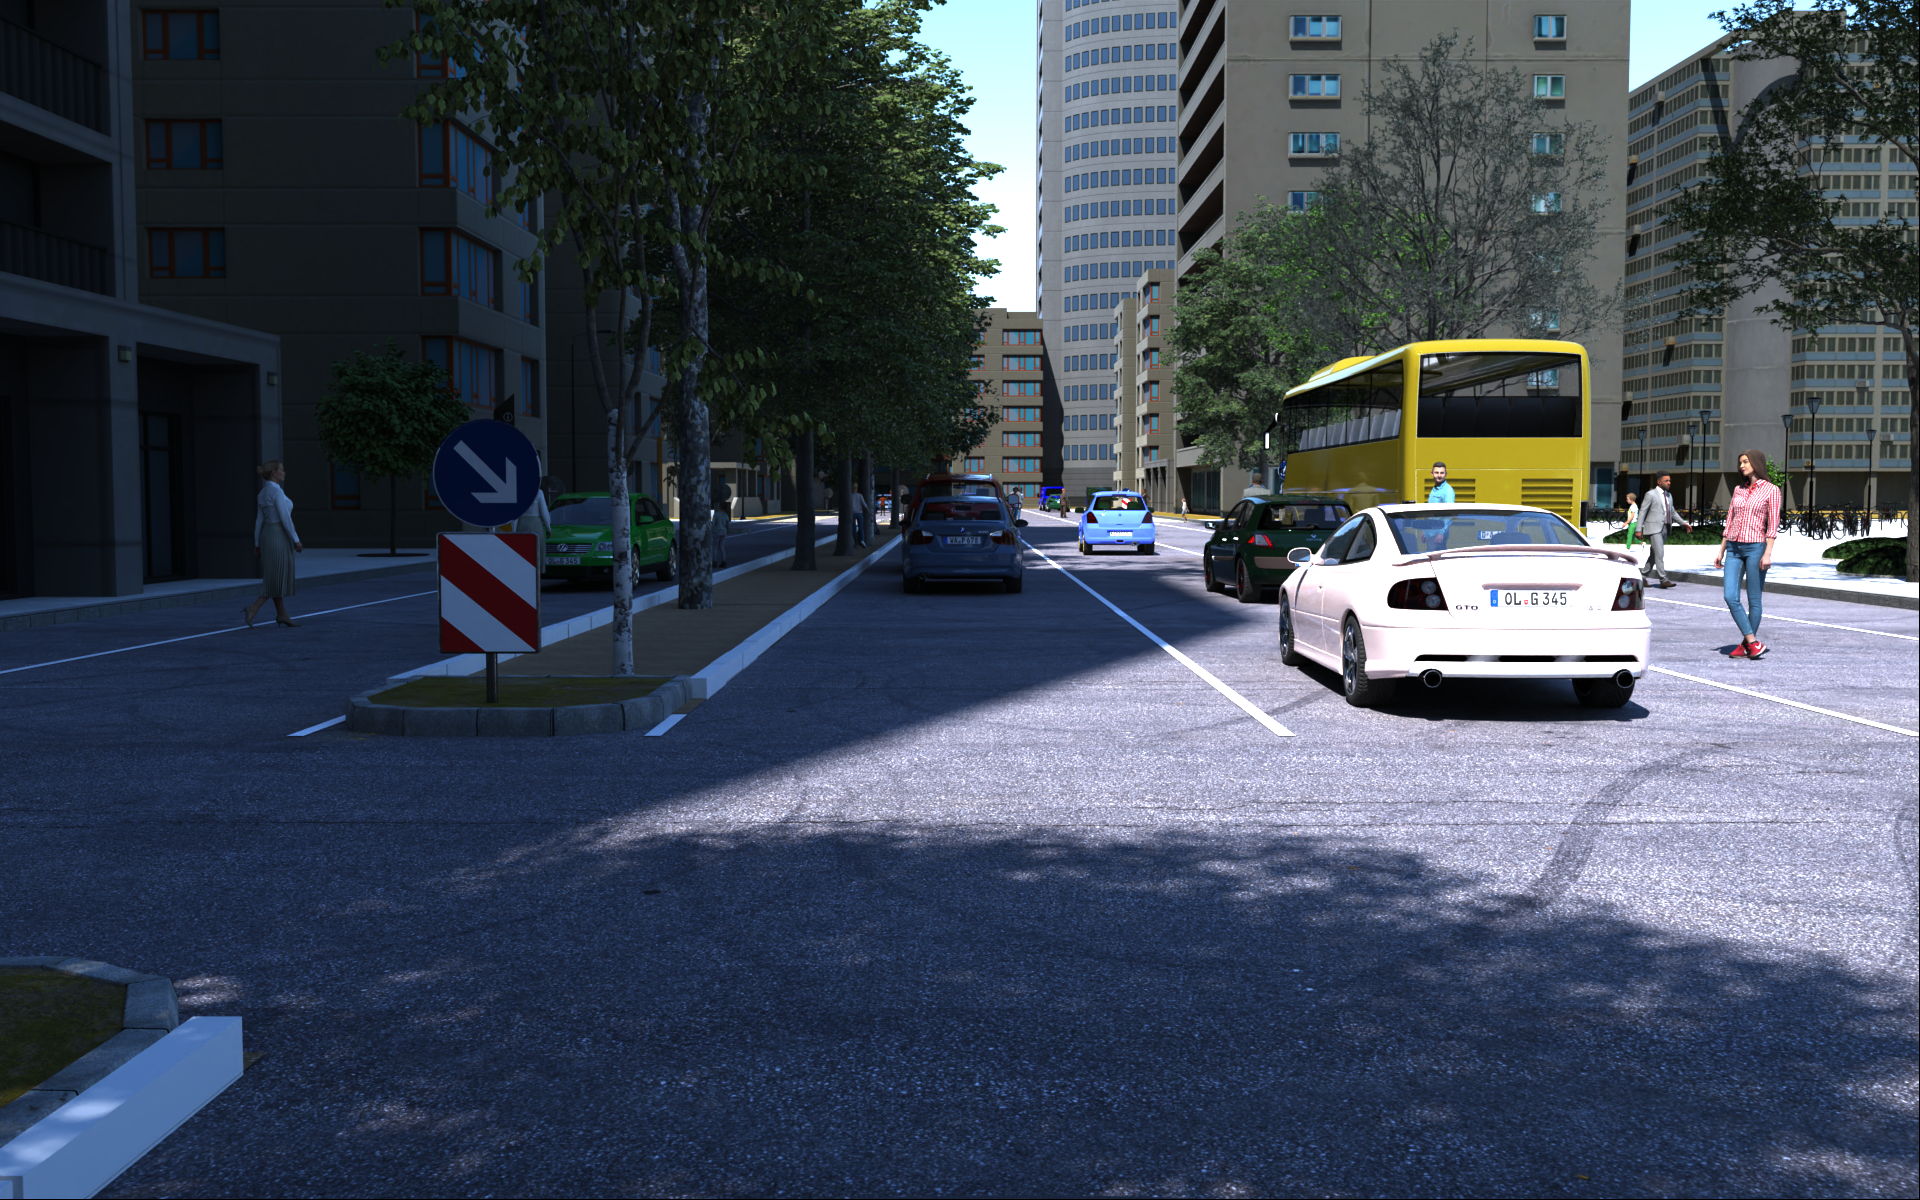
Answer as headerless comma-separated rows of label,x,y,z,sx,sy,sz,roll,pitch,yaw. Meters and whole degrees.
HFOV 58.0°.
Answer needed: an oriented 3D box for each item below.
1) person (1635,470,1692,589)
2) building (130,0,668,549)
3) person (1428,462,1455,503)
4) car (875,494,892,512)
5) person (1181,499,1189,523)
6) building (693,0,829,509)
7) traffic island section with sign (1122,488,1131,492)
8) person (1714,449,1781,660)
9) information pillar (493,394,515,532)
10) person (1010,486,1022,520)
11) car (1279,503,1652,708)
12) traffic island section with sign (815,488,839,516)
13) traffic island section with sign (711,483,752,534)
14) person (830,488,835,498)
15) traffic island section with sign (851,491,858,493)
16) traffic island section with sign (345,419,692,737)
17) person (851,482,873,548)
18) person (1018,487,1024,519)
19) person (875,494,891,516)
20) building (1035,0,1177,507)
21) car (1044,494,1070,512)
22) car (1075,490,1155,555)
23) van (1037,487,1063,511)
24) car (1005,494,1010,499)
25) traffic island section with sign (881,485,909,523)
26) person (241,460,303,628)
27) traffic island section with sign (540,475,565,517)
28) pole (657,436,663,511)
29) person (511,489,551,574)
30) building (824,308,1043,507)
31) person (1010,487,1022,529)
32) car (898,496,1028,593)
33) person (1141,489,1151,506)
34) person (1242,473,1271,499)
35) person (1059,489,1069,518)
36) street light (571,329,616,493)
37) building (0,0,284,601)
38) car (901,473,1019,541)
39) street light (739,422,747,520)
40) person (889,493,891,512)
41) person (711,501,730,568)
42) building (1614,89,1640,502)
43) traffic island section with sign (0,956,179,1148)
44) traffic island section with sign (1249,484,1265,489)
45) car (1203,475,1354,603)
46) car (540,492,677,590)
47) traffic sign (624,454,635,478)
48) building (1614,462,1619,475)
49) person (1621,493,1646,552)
person,10.618,-1.074,26.335,0.678,1.792,0.850,-2,4,-29
building,-25.536,-12.812,54.517,27.650,21.520,28.899,0,3,0
person,6.159,-0.835,22.016,0.748,1.841,0.638,1,4,9
car,-5.795,-7.431,133.494,2.014,1.417,4.499,0,4,-1
person,11.219,-4.448,86.238,0.382,1.210,0.505,1,4,10
building,-19.290,-30.763,153.082,14.200,45.320,14.600,0,3,0
traffic island section with sign,10.757,-6.435,113.834,1.989,1.847,2.006,0,3,0
person,6.856,-0.404,15.118,0.388,1.821,0.555,-3,5,-41
information pillar,-10.567,-2.992,40.272,0.504,3.616,0.183,-1,4,-17
person,2.497,-4.377,80.164,0.694,1.812,0.767,1,4,19
car,3.593,-0.040,13.024,2.083,1.381,4.827,0,4,2
traffic island section with sign,-8.655,-6.472,114.450,1.989,1.847,2.006,0,3,0
traffic island section with sign,-8.641,-3.330,63.069,1.989,1.847,2.006,0,3,0
person,-11.299,-8.857,150.841,0.705,1.826,1.348,-2,4,-31
traffic island section with sign,-8.680,-8.176,142.298,1.989,1.847,2.006,0,3,0
traffic island section with sign,-2.865,-0.185,11.169,2.006,1.907,1.989,0,3,0
person,-2.641,-2.231,45.647,0.731,1.740,0.598,-1,4,-20
person,2.839,-4.714,85.839,0.793,1.790,0.793,1,4,13
person,-5.115,-6.299,114.754,1.065,1.426,0.557,0,4,-2
building,22.357,-39.054,180.532,28.212,58.520,21.231,0,3,0
car,7.805,-7.751,138.531,2.131,1.459,4.920,0,4,0
car,3.752,-1.972,41.833,1.945,1.707,3.694,0,4,1
van,7.877,-8.838,148.881,2.240,2.365,5.245,0,4,-1
car,3.838,-8.675,153.637,2.131,1.459,4.920,0,4,1
traffic island section with sign,-2.911,-4.781,86.308,2.006,1.907,1.989,0,3,0
person,-7.362,-0.597,18.482,0.641,1.798,0.478,-2,4,-35
traffic island section with sign,-8.627,-1.681,36.114,1.989,1.847,2.006,0,3,0
pole,-10.635,-4.130,61.375,0.158,3.312,0.155,0,3,0
person,-5.982,-0.934,23.995,0.478,1.798,0.641,1,4,19
building,-6.278,-20.767,184.573,28.899,21.520,27.650,0,3,0
person,2.205,-3.785,71.226,0.643,1.720,0.563,3,5,41
car,0.048,-0.879,26.367,2.014,1.417,4.499,0,4,0
person,10.611,-5.572,100.312,0.721,1.735,1.217,-3,5,-43
person,5.416,-1.395,31.403,0.694,1.812,0.767,0,4,8
person,6.317,-5.866,104.956,0.434,1.755,0.990,-2,4,-25
street light,-10.373,-4.671,48.915,1.470,5.913,1.316,0,3,0
building,-20.715,-35.600,20.310,20.563,71.187,20.611,0,3,0
car,-0.007,-1.467,32.651,2.281,1.827,5.304,0,4,1
street light,-10.314,-6.967,86.456,1.470,5.913,1.316,0,3,0
person,-5.473,-7.964,138.652,1.348,1.831,0.705,3,4,39
person,-4.693,-1.279,33.695,0.394,1.301,0.425,2,4,34
building,64.736,-30.233,177.900,14.086,41.232,14.154,0,3,0
traffic island section with sign,-2.871,0.268,3.762,2.006,1.907,1.989,0,3,0
traffic island section with sign,10.784,-3.406,64.311,1.989,1.847,2.006,0,3,0
car,4.504,-0.881,24.186,2.009,1.686,4.222,0,4,-1
car,-5.648,-1.123,27.160,1.959,1.807,4.718,0,4,2
traffic sign,-10.652,-3.342,54.744,0.768,2.556,0.104,0,4,3
building,49.391,-23.380,153.970,14.107,30.474,14.160,0,3,0
person,14.897,-1.711,38.272,0.590,1.304,0.306,0,4,-4
